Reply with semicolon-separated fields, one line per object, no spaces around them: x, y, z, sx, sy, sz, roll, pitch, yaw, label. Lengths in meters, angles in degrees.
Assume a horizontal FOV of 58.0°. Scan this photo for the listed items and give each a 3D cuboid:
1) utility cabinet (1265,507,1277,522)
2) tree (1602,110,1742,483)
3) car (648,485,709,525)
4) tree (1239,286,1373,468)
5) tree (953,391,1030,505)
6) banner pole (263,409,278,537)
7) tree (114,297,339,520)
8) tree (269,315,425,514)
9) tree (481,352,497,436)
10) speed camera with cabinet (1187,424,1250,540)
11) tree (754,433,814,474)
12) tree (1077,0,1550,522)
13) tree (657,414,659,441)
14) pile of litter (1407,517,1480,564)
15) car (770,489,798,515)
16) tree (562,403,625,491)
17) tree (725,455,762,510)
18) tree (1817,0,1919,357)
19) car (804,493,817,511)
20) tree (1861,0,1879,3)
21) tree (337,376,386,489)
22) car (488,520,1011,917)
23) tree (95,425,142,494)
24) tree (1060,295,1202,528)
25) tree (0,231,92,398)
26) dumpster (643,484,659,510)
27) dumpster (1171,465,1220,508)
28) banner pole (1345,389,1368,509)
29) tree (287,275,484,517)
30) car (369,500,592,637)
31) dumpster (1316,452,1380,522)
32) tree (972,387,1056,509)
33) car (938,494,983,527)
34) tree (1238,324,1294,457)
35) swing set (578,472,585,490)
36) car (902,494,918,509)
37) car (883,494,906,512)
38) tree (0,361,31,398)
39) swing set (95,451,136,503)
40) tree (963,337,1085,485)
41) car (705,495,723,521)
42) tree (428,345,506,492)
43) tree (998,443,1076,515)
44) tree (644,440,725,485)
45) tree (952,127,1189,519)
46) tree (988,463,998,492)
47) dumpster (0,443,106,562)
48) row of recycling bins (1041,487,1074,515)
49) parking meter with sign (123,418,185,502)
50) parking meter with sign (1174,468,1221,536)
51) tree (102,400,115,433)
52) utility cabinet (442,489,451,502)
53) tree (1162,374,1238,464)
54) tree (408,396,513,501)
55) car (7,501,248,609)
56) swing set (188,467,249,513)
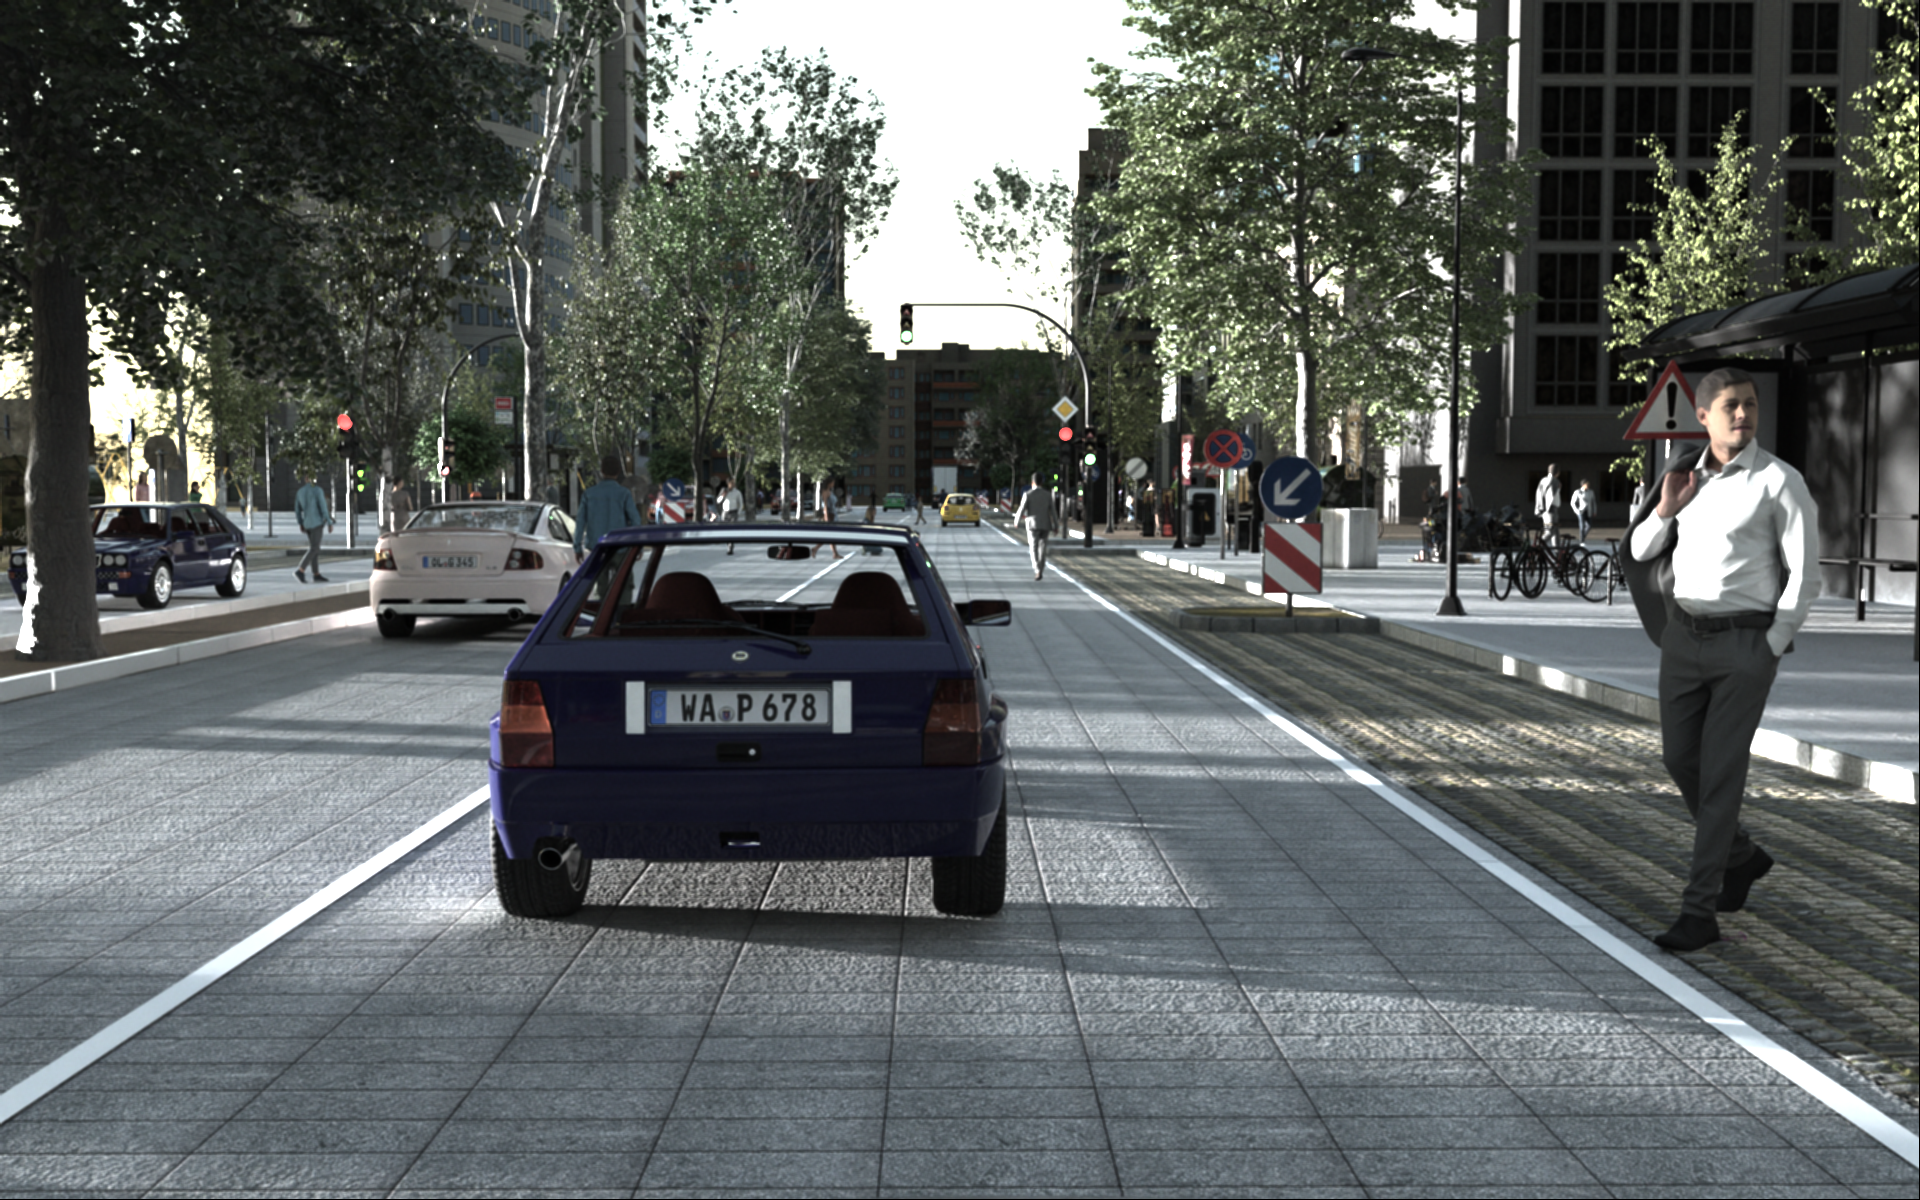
9.626;-2.708;55.430;1.020;1.237;0.306;2;4;24;utility cabinet
14.534;-5.125;34.161;4.737;8.622;4.395;0;3;0;tree
-11.480;-3.795;70.720;2.281;1.827;5.304;0;4;-2;car
12.275;-6.736;60.500;4.737;8.622;4.395;0;3;0;tree
4.462;-17.762;200.780;12.009;13.543;11.850;0;3;0;tree
-20.518;-3.765;51.574;0.401;3.779;0.863;-1;4;-8;banner pole
-23.679;-6.464;56.052;4.737;8.622;4.395;0;3;0;tree
-38.342;-11.782;109.647;9.611;12.733;9.660;0;3;0;tree
-25.797;-11.138;107.856;9.928;11.665;9.643;0;3;0;tree
7.464;-3.343;48.999;2.038;3.252;0.660;0;4;5;speed camera with cabinet
-18.696;-15.402;186.233;7.601;10.594;8.767;2;4;33;tree
5.305;-6.729;28.146;7.486;12.596;7.792;0;3;0;tree
-17.945;-10.049;114.669;4.737;8.622;4.395;0;3;0;tree
9.071;-1.134;32.500;1.176;0.858;1.719;0;4;-4;pile of litter
-11.933;-6.783;119.574;2.281;1.827;5.304;0;4;-2;car
-24.764;-10.263;118.164;4.737;8.622;4.395;0;3;0;tree
-17.901;-9.784;143.684;4.285;4.588;4.351;0;3;0;tree
15.449;-4.744;27.927;4.737;8.622;4.395;0;3;0;tree
-11.703;-7.589;133.868;2.009;1.686;4.222;0;4;-2;car
12.361;-4.263;20.068;4.737;8.622;4.395;0;3;0;tree
-30.603;-8.231;84.933;4.737;8.622;4.395;0;3;0;tree
-0.732;0.327;7.231;1.945;1.354;3.894;0;4;-1;car
-66.554;-9.394;116.501;20.602;7.101;11.467;-2;4;-29;tree
5.932;-6.998;64.772;4.737;8.622;4.395;0;3;0;tree
-32.338;-7.458;56.357;8.767;10.594;7.601;1;4;9;tree
-17.686;-5.789;100.411;1.264;1.857;1.865;0;4;-1;dumpster
7.919;-3.408;58.214;1.502;2.255;1.985;0;4;-1;dumpster
8.760;-2.943;38.138;0.401;3.779;0.863;-2;4;-30;banner pole
-31.403;-11.299;95.108;12.009;13.543;11.850;0;3;0;tree
-4.937;-0.390;18.745;2.083;1.381;4.827;0;4;-2;car
9.100;-2.381;41.422;1.502;2.255;1.985;0;4;-1;dumpster
4.710;-12.913;145.533;7.601;10.594;8.767;0;4;4;tree
0.040;-4.093;77.145;2.015;1.641;3.980;0;4;0;car
14.289;-7.469;72.476;4.360;8.622;3.978;0;3;0;tree
-19.433;-5.231;83.154;2.862;2.851;3.119;-3;5;-44;swing set
-4.896;-9.326;164.481;2.014;1.417;4.499;0;4;-1;car
-5.355;-8.115;141.468;1.959;1.807;4.718;0;4;-1;car
-43.824;-7.823;78.265;4.737;8.622;4.395;0;3;0;tree
-31.708;-4.068;64.124;2.862;2.851;3.119;0;4;-6;swing set
4.361;-11.656;116.331;9.928;11.665;9.643;0;3;0;tree
-11.671;-4.021;77.753;2.014;1.417;4.499;0;4;-1;car
-23.837;-8.233;84.967;4.737;8.622;4.395;0;3;0;tree
5.550;-7.585;107.725;4.285;4.588;4.351;0;3;0;tree
-17.580;-7.444;105.429;4.285;4.588;4.351;0;3;0;tree
6.731;-14.177;87.682;12.611;20.169;13.585;0;3;0;tree
4.084;-10.722;159.023;4.285;4.588;4.351;0;3;0;tree
-17.027;-1.810;32.091;1.502;2.255;1.985;0;4;-1;dumpster
6.336;-5.931;104.082;3.534;1.692;1.069;0;3;0;row of recycling bins
-18.426;-2.693;40.284;1.738;3.016;0.543;-3;5;-44;parking meter with sign
7.195;-3.485;53.247;1.738;3.016;0.543;1;4;9;parking meter with sign
-40.900;-8.426;88.135;4.737;8.622;4.395;0;3;0;tree
-20.679;-3.758;70.129;0.318;1.500;1.173;0;4;-4;utility cabinet
14.536;-9.320;102.749;4.360;8.622;3.978;0;3;0;tree
-16.831;-4.548;58.074;4.285;4.588;4.351;0;3;0;tree
-10.873;-0.628;22.844;1.945;1.354;3.894;0;4;-2;car
-43.418;-6.316;100.887;2.862;2.851;3.119;1;4;13;swing set
